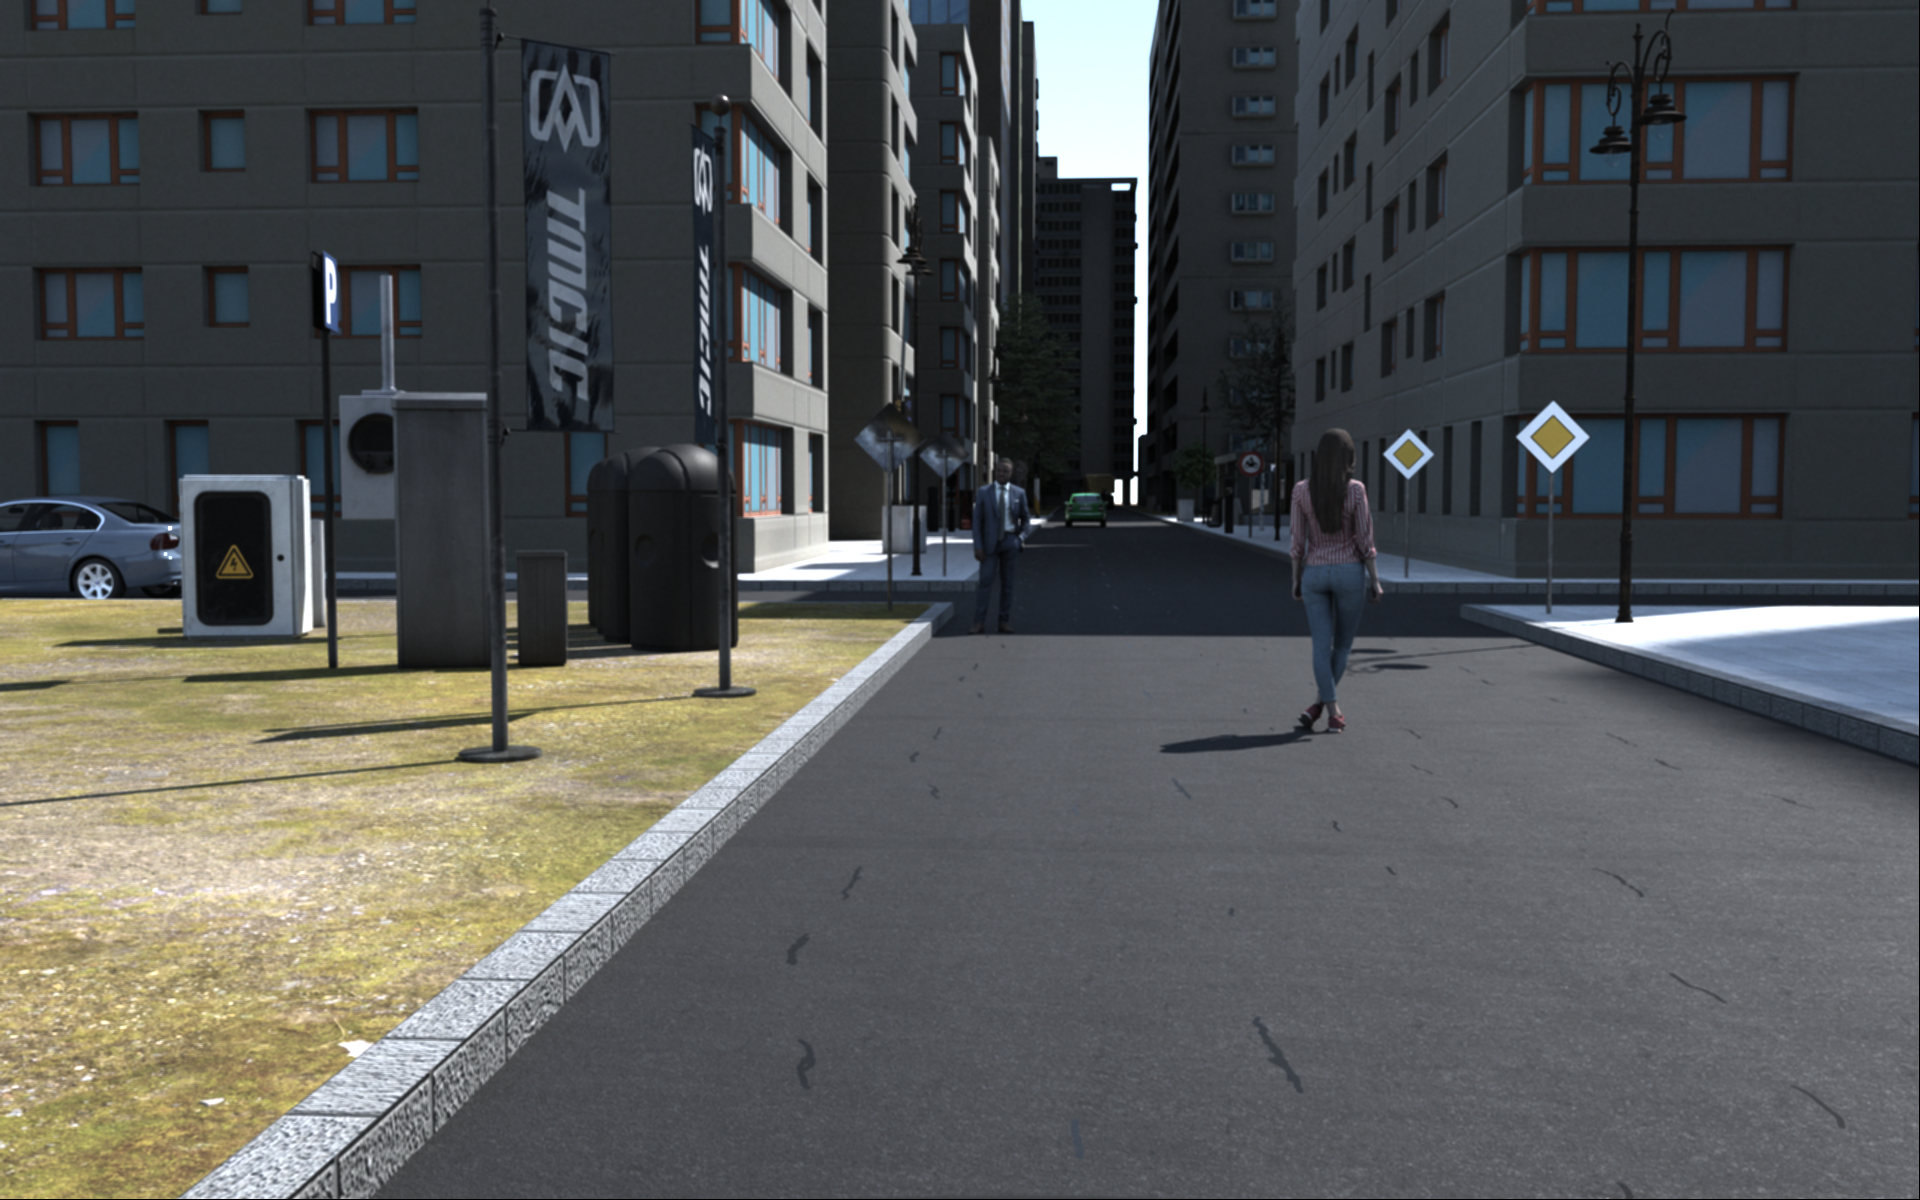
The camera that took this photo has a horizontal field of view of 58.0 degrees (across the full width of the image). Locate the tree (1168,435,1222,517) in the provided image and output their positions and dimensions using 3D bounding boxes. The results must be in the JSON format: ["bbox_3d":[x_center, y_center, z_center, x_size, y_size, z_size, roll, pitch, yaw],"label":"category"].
[{"bbox_3d":[13.089,-6.880,96.200,4.285,4.588,4.351,0,3,0],"label":"tree"}]

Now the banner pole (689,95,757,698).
[{"bbox_3d":[-1.536,-1.268,10.746,0.401,3.779,0.863,0,4,8],"label":"banner pole"}]

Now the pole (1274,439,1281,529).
[{"bbox_3d":[11.739,-4.289,63.972,0.158,3.312,0.155,0,3,0],"label":"pole"}]

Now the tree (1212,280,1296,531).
[{"bbox_3d":[10.595,-6.736,60.492,4.360,8.622,3.978,0,3,0],"label":"tree"}]

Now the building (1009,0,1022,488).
[{"bbox_3d":[-2.868,-26.888,123.206,14.154,41.232,14.086,0,4,4],"label":"building"}]

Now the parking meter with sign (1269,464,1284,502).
[{"bbox_3d":[17.049,-5.778,90.729,0.543,3.016,1.738,-3,5,-44],"label":"parking meter with sign"}]

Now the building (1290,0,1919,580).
[{"bbox_3d":[23.756,-11.828,38.427,28.899,21.520,27.650,0,4,4],"label":"building"}]

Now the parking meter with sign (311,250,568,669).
[{"bbox_3d":[-3.817,-1.014,12.845,1.738,3.016,0.543,-1,4,-10],"label":"parking meter with sign"}]

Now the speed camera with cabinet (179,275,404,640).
[{"bbox_3d":[-5.851,-1.294,15.496,2.038,3.252,0.660,0,4,-7],"label":"speed camera with cabinet"}]

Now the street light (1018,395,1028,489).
[{"bbox_3d":[2.966,-6.623,81.081,0.468,5.910,1.993,0,4,4],"label":"street light"}]

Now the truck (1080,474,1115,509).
[{"bbox_3d":[13.374,-10.433,166.503,3.469,3.379,9.791,0,4,2],"label":"truck"}]

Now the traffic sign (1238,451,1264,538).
[{"bbox_3d":[8.557,-3.111,50.973,0.768,2.556,0.104,0,4,5],"label":"traffic sign"}]

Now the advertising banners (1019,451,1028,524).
[{"bbox_3d":[2.618,-4.582,71.106,0.090,3.025,2.074,0,4,-6],"label":"advertising banners"}]

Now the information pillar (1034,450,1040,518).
[{"bbox_3d":[4.097,-6.168,92.202,0.183,3.616,0.504,-1,4,-22],"label":"information pillar"}]

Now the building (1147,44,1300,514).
[{"bbox_3d":[31.836,-27.494,141.412,32.217,40.220,23.993,0,4,4],"label":"building"}]

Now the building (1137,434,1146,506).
[{"bbox_3d":[35.687,-53.872,193.483,31.000,86.520,22.319,0,4,4],"label":"building"}]

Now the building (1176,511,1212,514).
[{"bbox_3d":[25.143,-30.264,118.521,21.300,48.544,21.600,0,4,4],"label":"building"}]

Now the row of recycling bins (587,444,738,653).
[{"bbox_3d":[-2.783,-0.521,15.638,1.069,1.692,3.534,-1,4,-19],"label":"row of recycling bins"}]

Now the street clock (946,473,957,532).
[{"bbox_3d":[-0.286,-3.318,58.813,0.358,2.002,0.471,1,4,18],"label":"street clock"}]

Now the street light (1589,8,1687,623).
[{"bbox_3d":[6.650,-2.714,17.154,0.468,5.910,1.993,0,4,4],"label":"street light"}]

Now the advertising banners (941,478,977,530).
[{"bbox_3d":[0.244,-3.997,61.540,2.074,3.025,0.090,0,4,-1],"label":"advertising banners"}]

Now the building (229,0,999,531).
[{"bbox_3d":[-12.680,-14.325,79.247,27.650,21.520,28.899,0,4,4],"label":"building"}]

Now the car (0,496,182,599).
[{"bbox_3d":[-12.204,-0.673,23.009,4.499,1.417,2.014,0,4,5],"label":"car"}]

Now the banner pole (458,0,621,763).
[{"bbox_3d":[-2.058,-1.129,8.476,0.863,3.779,0.401,-3,4,-37],"label":"banner pole"}]

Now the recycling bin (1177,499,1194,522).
[{"bbox_3d":[10.561,-4.194,81.121,0.722,1.027,0.722,0,4,-2],"label":"recycling bin"}]

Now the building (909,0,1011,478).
[{"bbox_3d":[-4.012,-28.067,109.010,14.600,45.320,14.200,0,4,4],"label":"building"}]

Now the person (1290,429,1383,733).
[{"bbox_3d":[2.270,-0.119,10.448,0.555,1.821,0.388,1,4,10],"label":"person"}]

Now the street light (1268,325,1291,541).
[{"bbox_3d":[8.757,-4.577,47.616,0.468,5.910,1.993,0,4,4],"label":"street light"}]

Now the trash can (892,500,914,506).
[{"bbox_3d":[-1.500,-1.989,44.179,0.748,1.137,0.748,0,3,0],"label":"trash can"}]

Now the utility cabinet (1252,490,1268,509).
[{"bbox_3d":[15.501,-5.001,90.444,1.173,1.500,0.318,-1,4,-18],"label":"utility cabinet"}]

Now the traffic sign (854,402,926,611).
[{"bbox_3d":[-0.769,-0.939,18.994,0.795,2.450,0.064,0,4,4],"label":"traffic sign"}]

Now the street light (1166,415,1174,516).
[{"bbox_3d":[12.262,-7.844,101.038,0.468,5.910,1.993,0,4,4],"label":"street light"}]

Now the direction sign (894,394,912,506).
[{"bbox_3d":[-1.313,-2.921,39.760,0.379,3.537,0.876,2,4,24],"label":"direction sign"}]

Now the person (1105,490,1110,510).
[{"bbox_3d":[13.133,-8.974,155.094,0.709,1.838,0.599,2,4,29],"label":"person"}]

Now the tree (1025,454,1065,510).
[{"bbox_3d":[7.521,-10.237,151.083,4.285,4.588,4.351,0,3,0],"label":"tree"}]

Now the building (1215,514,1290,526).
[{"bbox_3d":[27.843,-23.432,75.002,32.217,40.220,23.993,0,4,4],"label":"building"}]

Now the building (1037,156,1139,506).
[{"bbox_3d":[8.596,-31.194,201.908,23.993,40.220,32.217,0,4,4],"label":"building"}]

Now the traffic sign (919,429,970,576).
[{"bbox_3d":[-0.240,-1.426,26.962,0.795,2.450,0.064,0,4,4],"label":"traffic sign"}]

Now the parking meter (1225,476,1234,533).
[{"bbox_3d":[8.784,-3.107,56.503,0.255,1.863,0.399,1,4,14],"label":"parking meter"}]

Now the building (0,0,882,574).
[{"bbox_3d":[-16.151,-12.081,42.566,27.650,21.520,28.899,0,4,4],"label":"building"}]

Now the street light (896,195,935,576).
[{"bbox_3d":[-0.688,-3.326,27.163,0.468,5.910,1.993,0,4,4],"label":"street light"}]

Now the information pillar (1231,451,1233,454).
[{"bbox_3d":[14.857,-6.251,93.552,0.504,3.616,0.183,1,4,12],"label":"information pillar"}]

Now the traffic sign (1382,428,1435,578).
[{"bbox_3d":[6.837,-1.396,26.474,0.795,2.450,0.064,0,4,4],"label":"traffic sign"}]

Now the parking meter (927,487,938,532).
[{"bbox_3d":[-0.916,-3.075,58.686,0.372,1.533,0.369,0,3,0],"label":"parking meter"}]

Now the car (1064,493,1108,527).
[{"bbox_3d":[5.571,-4.143,76.540,1.959,1.807,4.718,0,4,5],"label":"car"}]

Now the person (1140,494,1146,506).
[{"bbox_3d":[19.408,-10.444,182.517,1.065,1.426,0.557,-2,4,-32],"label":"person"}]

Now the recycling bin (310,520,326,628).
[{"bbox_3d":[-6.569,-0.259,16.791,0.722,1.027,0.722,-2,4,-25],"label":"recycling bin"}]

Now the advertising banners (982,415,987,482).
[{"bbox_3d":[0.699,-2.643,39.401,0.090,3.025,2.074,1,4,11],"label":"advertising banners"}]

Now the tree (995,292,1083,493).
[{"bbox_3d":[3.125,-10.996,97.914,7.486,12.596,7.792,0,3,0],"label":"tree"}]

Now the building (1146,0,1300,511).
[{"bbox_3d":[28.914,-33.055,164.154,21.300,48.544,21.600,0,4,4],"label":"building"}]

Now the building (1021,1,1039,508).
[{"bbox_3d":[-3.333,-33.203,166.572,21.600,48.544,21.300,0,4,4],"label":"building"}]

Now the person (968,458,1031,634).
[{"bbox_3d":[0.391,-0.567,17.951,0.721,1.800,0.419,-1,4,-15],"label":"person"}]

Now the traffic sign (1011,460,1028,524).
[{"bbox_3d":[2.185,-3.985,65.259,0.768,2.556,0.104,1,4,13],"label":"traffic sign"}]

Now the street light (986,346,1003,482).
[{"bbox_3d":[1.085,-4.992,54.412,0.468,5.910,1.993,0,4,4],"label":"street light"}]

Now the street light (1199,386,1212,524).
[{"bbox_3d":[10.460,-6.198,74.128,0.468,5.910,1.993,0,4,4],"label":"street light"}]

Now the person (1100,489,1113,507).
[{"bbox_3d":[10.071,-6.902,121.371,1.348,1.821,0.705,-1,4,-23],"label":"person"}]

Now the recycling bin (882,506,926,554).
[{"bbox_3d":[-1.202,-1.521,37.415,0.722,1.027,0.722,2,4,33],"label":"recycling bin"}]

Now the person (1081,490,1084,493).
[{"bbox_3d":[8.583,-6.858,121.562,0.756,1.711,0.436,-2,4,-31],"label":"person"}]

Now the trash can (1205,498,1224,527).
[{"bbox_3d":[9.804,-3.371,66.765,0.748,1.137,0.748,0,3,0],"label":"trash can"}]

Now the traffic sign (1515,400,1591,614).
[{"bbox_3d":[6.309,-0.909,18.506,0.795,2.450,0.064,0,4,4],"label":"traffic sign"}]
